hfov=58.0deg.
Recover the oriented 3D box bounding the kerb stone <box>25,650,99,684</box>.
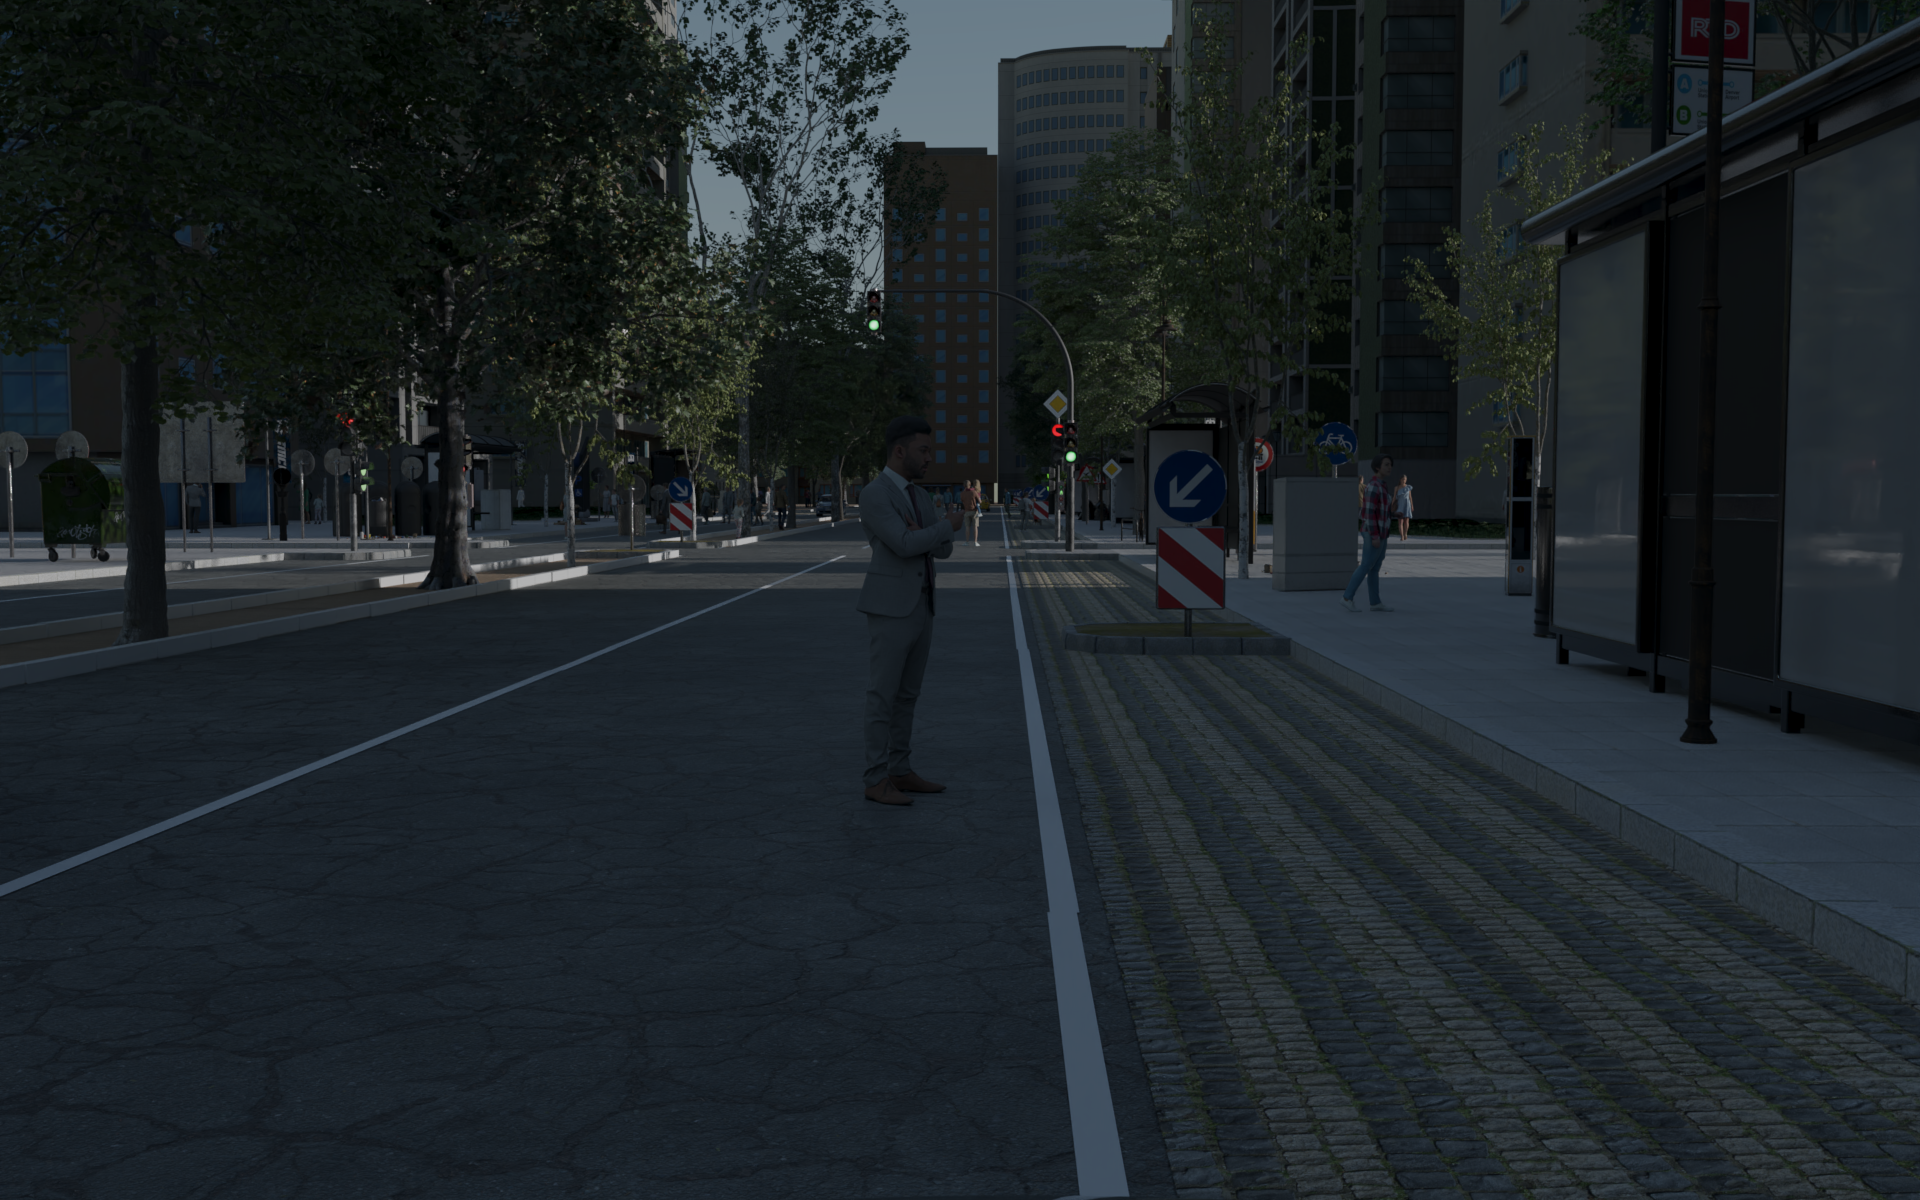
[{"bbox_3d":[-7.083,0.528,13.557,0.120,0.150,1.000,0,4,1],"label":"kerb stone"}]

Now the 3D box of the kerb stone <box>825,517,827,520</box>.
[{"bbox_3d":[-7.386,-4.334,93.063,0.120,0.150,1.000,0,4,1],"label":"kerb stone"}]

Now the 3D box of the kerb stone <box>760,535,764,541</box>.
[{"bbox_3d":[-6.195,-1.885,53.027,0.120,0.150,1.000,0,4,1],"label":"kerb stone"}]

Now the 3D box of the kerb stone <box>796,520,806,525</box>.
[{"bbox_3d":[-7.622,-3.704,82.821,0.120,0.150,1.000,0,4,1],"label":"kerb stone"}]

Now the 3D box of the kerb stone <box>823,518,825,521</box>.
[{"bbox_3d":[-7.413,-4.272,92.041,0.120,0.150,1.000,0,4,1],"label":"kerb stone"}]

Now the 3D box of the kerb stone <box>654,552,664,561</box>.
[{"bbox_3d":[-6.554,-0.912,37.104,0.120,0.150,1.000,0,4,1],"label":"kerb stone"}]

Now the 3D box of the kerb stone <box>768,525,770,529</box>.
[{"bbox_3d":[-7.899,-2.955,70.511,0.120,0.150,1.000,0,4,1],"label":"kerb stone"}]

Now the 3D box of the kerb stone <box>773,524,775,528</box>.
[{"bbox_3d":[-7.875,-3.017,71.533,0.120,0.150,1.000,0,4,1],"label":"kerb stone"}]

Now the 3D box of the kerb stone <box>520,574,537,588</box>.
[{"bbox_3d":[-6.789,-0.284,26.870,0.120,0.150,1.000,0,4,1],"label":"kerb stone"}]

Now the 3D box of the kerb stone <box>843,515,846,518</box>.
[{"bbox_3d":[-7.134,-5.020,104.318,0.120,0.150,1.000,0,4,1],"label":"kerb stone"}]

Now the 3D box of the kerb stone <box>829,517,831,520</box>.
[{"bbox_3d":[-7.344,-4.460,95.115,0.120,0.150,1.000,0,4,1],"label":"kerb stone"}]

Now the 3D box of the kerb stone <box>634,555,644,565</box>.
[{"bbox_3d":[-6.606,-0.786,35.053,0.120,0.150,1.000,0,4,1],"label":"kerb stone"}]

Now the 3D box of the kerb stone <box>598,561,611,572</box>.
[{"bbox_3d":[-6.673,-0.597,31.985,0.120,0.150,1.000,0,4,1],"label":"kerb stone"}]

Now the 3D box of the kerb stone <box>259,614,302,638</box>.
[{"bbox_3d":[-6.997,0.280,17.644,0.120,0.150,1.000,0,4,1],"label":"kerb stone"}]

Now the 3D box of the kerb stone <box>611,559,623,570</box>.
[{"bbox_3d":[-6.646,-0.661,33.007,0.120,0.150,1.000,0,4,1],"label":"kerb stone"}]

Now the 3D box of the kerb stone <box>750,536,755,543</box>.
[{"bbox_3d":[-6.243,-1.760,50.975,0.120,0.150,1.000,0,4,1],"label":"kerb stone"}]

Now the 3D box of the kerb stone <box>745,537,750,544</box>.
[{"bbox_3d":[-6.261,-1.697,49.948,0.120,0.150,1.000,0,4,1],"label":"kerb stone"}]

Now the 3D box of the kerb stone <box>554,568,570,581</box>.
[{"bbox_3d":[-6.733,-0.411,28.920,0.120,0.150,1.000,0,4,1],"label":"kerb stone"}]

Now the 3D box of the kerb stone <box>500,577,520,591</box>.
[{"bbox_3d":[-6.811,-0.223,25.846,0.120,0.150,1.000,0,4,1],"label":"kerb stone"}]

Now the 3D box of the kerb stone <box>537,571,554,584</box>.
[{"bbox_3d":[-6.772,-0.348,27.898,0.120,0.150,1.000,0,4,1],"label":"kerb stone"}]

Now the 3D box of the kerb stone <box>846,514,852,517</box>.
[{"bbox_3d":[-7.044,-5.274,108.428,0.120,0.150,1.000,0,4,1],"label":"kerb stone"}]

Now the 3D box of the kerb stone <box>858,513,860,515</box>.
[{"bbox_3d":[-6.898,-5.651,114.588,0.120,0.150,1.000,0,4,1],"label":"kerb stone"}]

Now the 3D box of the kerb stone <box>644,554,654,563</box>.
[{"bbox_3d":[-6.578,-0.846,36.082,0.120,0.150,1.000,0,4,1],"label":"kerb stone"}]

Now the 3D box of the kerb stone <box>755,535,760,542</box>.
[{"bbox_3d":[-6.218,-1.821,51.997,0.120,0.150,1.000,0,4,1],"label":"kerb stone"}]

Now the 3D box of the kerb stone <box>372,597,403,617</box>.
[{"bbox_3d":[-6.922,0.090,20.722,0.120,0.150,1.000,0,4,1],"label":"kerb stone"}]

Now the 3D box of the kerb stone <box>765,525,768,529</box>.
[{"bbox_3d":[-7.924,-2.892,69.484,0.120,0.150,1.000,0,4,1],"label":"kerb stone"}]

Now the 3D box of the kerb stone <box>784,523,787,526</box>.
[{"bbox_3d":[-7.780,-3.269,75.649,0.120,0.150,1.000,0,4,1],"label":"kerb stone"}]

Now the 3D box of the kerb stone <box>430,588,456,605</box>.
[{"bbox_3d":[-6.880,-0.035,22.773,0.120,0.150,1.000,0,4,1],"label":"kerb stone"}]

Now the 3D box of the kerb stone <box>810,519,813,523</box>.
[{"bbox_3d":[-7.549,-3.896,85.887,0.120,0.150,1.000,0,4,1],"label":"kerb stone"}]

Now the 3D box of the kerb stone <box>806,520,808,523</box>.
[{"bbox_3d":[-7.601,-3.771,83.843,0.120,0.150,1.000,0,4,1],"label":"kerb stone"}]

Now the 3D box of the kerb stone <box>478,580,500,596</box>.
[{"bbox_3d":[-6.834,-0.159,24.824,0.120,0.150,1.000,0,4,1],"label":"kerb stone"}]

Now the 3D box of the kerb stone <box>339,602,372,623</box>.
[{"bbox_3d":[-6.959,0.153,19.697,0.120,0.150,1.000,0,4,1],"label":"kerb stone"}]

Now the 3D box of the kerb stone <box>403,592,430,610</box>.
[{"bbox_3d":[-6.907,0.027,21.747,0.120,0.150,1.000,0,4,1],"label":"kerb stone"}]

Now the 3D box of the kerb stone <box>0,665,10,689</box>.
[{"bbox_3d":[-7.111,0.591,12.536,0.120,0.150,1.000,0,4,1],"label":"kerb stone"}]

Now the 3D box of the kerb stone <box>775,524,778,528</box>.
[{"bbox_3d":[-7.848,-3.078,72.561,0.120,0.150,1.000,0,4,1],"label":"kerb stone"}]

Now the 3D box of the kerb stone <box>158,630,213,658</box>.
[{"bbox_3d":[-7.038,0.404,15.601,0.120,0.150,1.000,0,4,1],"label":"kerb stone"}]

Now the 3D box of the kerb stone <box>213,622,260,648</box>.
[{"bbox_3d":[-7.013,0.341,16.622,0.120,0.150,1.000,0,4,1],"label":"kerb stone"}]

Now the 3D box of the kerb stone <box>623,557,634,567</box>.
[{"bbox_3d":[-6.627,-0.721,34.031,0.120,0.150,1.000,0,4,1],"label":"kerb stone"}]

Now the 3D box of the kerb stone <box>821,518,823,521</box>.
[{"bbox_3d":[-7.442,-4.209,91.017,0.120,0.150,1.000,0,4,1],"label":"kerb stone"}]

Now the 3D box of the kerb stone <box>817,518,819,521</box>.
[{"bbox_3d":[-7.477,-4.084,88.972,0.120,0.150,1.000,0,4,1],"label":"kerb stone"}]

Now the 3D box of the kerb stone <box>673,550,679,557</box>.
[{"bbox_3d":[-6.510,-1.037,39.147,0.120,0.150,1.000,0,4,1],"label":"kerb stone"}]

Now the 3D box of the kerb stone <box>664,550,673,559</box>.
[{"bbox_3d":[-6.531,-0.974,38.126,0.120,0.150,1.000,0,4,1],"label":"kerb stone"}]

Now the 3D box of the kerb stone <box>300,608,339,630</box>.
[{"bbox_3d":[-6.973,0.216,18.668,0.120,0.150,1.000,0,4,1],"label":"kerb stone"}]

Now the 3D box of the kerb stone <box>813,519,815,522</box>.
[{"bbox_3d":[-7.533,-3.959,86.917,0.120,0.150,1.000,0,4,1],"label":"kerb stone"}]

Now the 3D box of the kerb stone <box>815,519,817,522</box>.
[{"bbox_3d":[-7.506,-4.021,87.939,0.120,0.150,1.000,0,4,1],"label":"kerb stone"}]

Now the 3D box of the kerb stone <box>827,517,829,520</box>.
[{"bbox_3d":[-7.363,-4.397,94.085,0.120,0.150,1.000,0,4,1],"label":"kerb stone"}]

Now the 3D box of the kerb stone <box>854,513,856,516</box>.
[{"bbox_3d":[-6.973,-5.458,111.509,0.120,0.150,1.000,0,4,1],"label":"kerb stone"}]

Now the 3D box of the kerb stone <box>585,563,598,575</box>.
[{"bbox_3d":[-6.693,-0.536,30.963,0.120,0.150,1.000,0,4,1],"label":"kerb stone"}]

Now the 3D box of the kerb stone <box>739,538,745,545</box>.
[{"bbox_3d":[-6.281,-1.635,48.925,0.120,0.150,1.000,0,4,1],"label":"kerb stone"}]

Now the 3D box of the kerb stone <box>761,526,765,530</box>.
[{"bbox_3d":[-7.941,-2.829,68.461,0.120,0.150,1.000,0,4,1],"label":"kerb stone"}]

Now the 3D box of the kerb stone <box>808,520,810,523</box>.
[{"bbox_3d":[-7.578,-3.833,84.865,0.120,0.150,1.000,0,4,1],"label":"kerb stone"}]

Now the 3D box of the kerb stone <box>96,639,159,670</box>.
[{"bbox_3d":[-7.064,0.467,14.579,0.120,0.150,1.000,0,4,1],"label":"kerb stone"}]

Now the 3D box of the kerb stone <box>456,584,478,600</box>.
[{"bbox_3d":[-6.864,-0.094,23.795,0.120,0.150,1.000,0,4,1],"label":"kerb stone"}]

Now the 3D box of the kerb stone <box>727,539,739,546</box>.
[{"bbox_3d":[-6.313,-1.572,47.903,0.120,0.150,1.000,0,4,1],"label":"kerb stone"}]

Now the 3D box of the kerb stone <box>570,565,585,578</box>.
[{"bbox_3d":[-6.712,-0.474,29.942,0.120,0.150,1.000,0,4,1],"label":"kerb stone"}]

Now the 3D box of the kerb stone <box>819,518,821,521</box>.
[{"bbox_3d":[-7.460,-4.145,89.994,0.120,0.150,1.000,0,4,1],"label":"kerb stone"}]
